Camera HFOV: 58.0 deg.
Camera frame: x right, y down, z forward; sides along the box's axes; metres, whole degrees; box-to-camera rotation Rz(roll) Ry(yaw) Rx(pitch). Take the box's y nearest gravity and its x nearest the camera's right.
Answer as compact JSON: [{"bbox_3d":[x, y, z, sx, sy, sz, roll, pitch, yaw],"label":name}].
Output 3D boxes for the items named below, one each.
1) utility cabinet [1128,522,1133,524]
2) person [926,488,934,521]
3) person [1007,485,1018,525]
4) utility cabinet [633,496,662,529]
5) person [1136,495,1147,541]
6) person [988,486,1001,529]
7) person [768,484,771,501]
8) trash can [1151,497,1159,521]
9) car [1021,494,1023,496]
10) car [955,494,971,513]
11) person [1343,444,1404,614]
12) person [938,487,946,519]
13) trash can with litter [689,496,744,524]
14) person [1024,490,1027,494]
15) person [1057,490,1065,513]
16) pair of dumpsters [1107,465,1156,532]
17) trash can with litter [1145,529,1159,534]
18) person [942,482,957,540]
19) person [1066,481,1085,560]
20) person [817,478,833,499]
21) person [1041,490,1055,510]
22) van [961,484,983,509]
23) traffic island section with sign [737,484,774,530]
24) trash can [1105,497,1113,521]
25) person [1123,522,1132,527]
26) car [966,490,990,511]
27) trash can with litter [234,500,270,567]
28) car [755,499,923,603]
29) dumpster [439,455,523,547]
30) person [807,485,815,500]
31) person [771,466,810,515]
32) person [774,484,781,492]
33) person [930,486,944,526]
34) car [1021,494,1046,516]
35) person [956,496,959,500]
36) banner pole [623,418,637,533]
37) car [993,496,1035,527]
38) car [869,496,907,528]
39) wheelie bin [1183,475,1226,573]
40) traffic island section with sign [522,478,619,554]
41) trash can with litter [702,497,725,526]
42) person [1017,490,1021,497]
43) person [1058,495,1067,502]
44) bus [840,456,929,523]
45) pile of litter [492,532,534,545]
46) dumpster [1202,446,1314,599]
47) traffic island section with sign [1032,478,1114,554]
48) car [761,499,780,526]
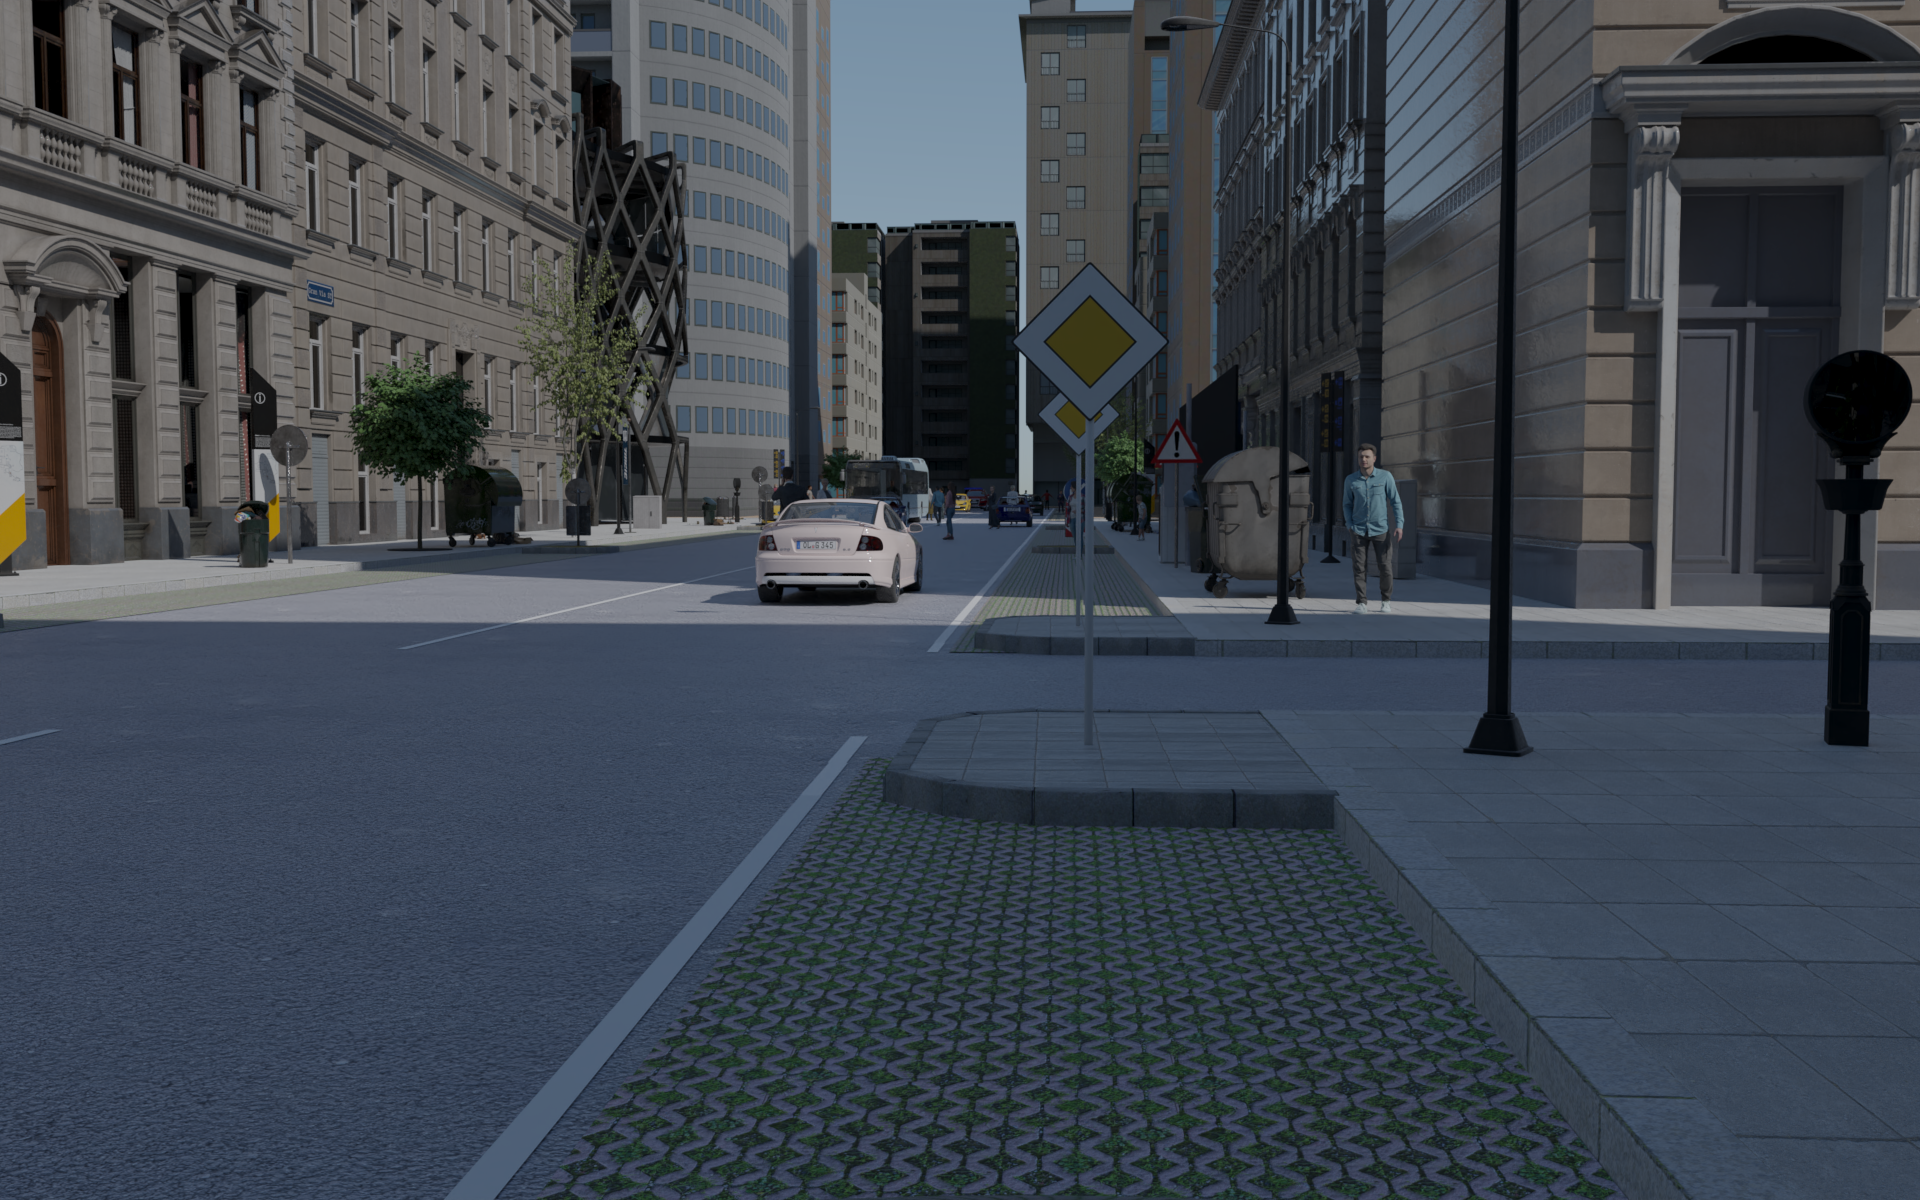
[{"bbox_3d":[7.098,-4.009,74.220,0.318,1.500,1.173,-2,4,-34],"label":"utility cabinet"},{"bbox_3d":[-1.616,-5.158,93.562,1.217,1.736,0.721,2,4,25],"label":"person"},{"bbox_3d":[2.455,-4.384,80.060,0.514,1.842,0.818,-1,4,-12],"label":"person"},{"bbox_3d":[-11.595,-3.246,64.230,1.020,1.237,0.306,1,4,9],"label":"utility cabinet"},{"bbox_3d":[5.000,-2.265,47.758,0.352,1.250,0.332,2,4,26],"label":"person"},{"bbox_3d":[1.367,-3.799,71.030,0.534,1.772,0.576,-3,5,-44],"label":"person"},{"bbox_3d":[-9.926,-5.074,89.204,0.583,1.804,0.606,1,4,15],"label":"person"},{"bbox_3d":[9.134,-4.272,81.494,0.748,1.137,0.748,0,3,0],"label":"trash can"},{"bbox_3d":[5.556,-7.940,141.619,2.131,1.459,4.920,0,4,3],"label":"car"},{"bbox_3d":[-0.118,-7.610,134.652,2.015,1.641,3.980,0,4,4],"label":"car"},{"bbox_3d":[4.462,-0.772,18.690,0.660,1.820,0.620,1,4,20],"label":"person"},{"bbox_3d":[-1.071,-5.507,98.553,0.705,1.822,1.348,2,4,31],"label":"person"},{"bbox_3d":[-10.452,-3.812,73.377,2.233,1.210,1.678,-1,4,-15],"label":"trash can with litter"},{"bbox_3d":[6.072,-9.194,158.954,0.705,1.807,1.348,-2,4,-34],"label":"person"},{"bbox_3d":[7.008,-6.787,120.384,0.541,1.710,0.530,1,4,14],"label":"person"},{"bbox_3d":[5.946,-3.529,60.187,1.574,2.255,4.437,0,4,3],"label":"pair of dumpsters"},{"bbox_3d":[6.739,-2.777,56.459,2.233,1.210,1.678,3,4,36],"label":"trash can with litter"},{"bbox_3d":[-0.302,-2.795,54.215,0.388,1.821,0.555,1,4,23],"label":"person"},{"bbox_3d":[2.579,-1.737,37.745,0.563,1.720,0.643,3,5,44],"label":"person"},{"bbox_3d":[-3.594,-2.270,45.498,0.818,1.842,0.514,1,4,15],"label":"person"},{"bbox_3d":[7.909,-9.087,157.007,1.348,1.831,0.705,1,4,14],"label":"person"},{"bbox_3d":[1.271,-9.685,162.726,2.240,2.365,5.245,0,4,3],"label":"van"},{"bbox_3d":[-7.750,-3.695,69.034,1.989,1.847,2.006,0,4,4],"label":"traffic island section with sign"},{"bbox_3d":[7.163,-4.269,81.446,0.748,1.137,0.748,0,3,0],"label":"trash can"},{"bbox_3d":[6.473,-3.752,67.408,0.581,1.822,0.654,-1,4,-12],"label":"person"},{"bbox_3d":[1.413,-8.461,147.008,2.281,1.827,5.304,0,4,5],"label":"car"},{"bbox_3d":[-12.489,-1.161,30.370,0.624,1.170,1.055,-2,4,-34],"label":"trash can with litter"},{"bbox_3d":[-1.618,-0.726,24.237,2.083,1.381,4.827,0,4,5],"label":"car"},{"bbox_3d":[-11.747,-2.445,42.463,1.502,2.255,1.985,0,4,3],"label":"dumpster"},{"bbox_3d":[-9.121,-6.084,105.524,0.705,1.824,1.348,1,4,13],"label":"person"},{"bbox_3d":[-2.877,-1.323,29.493,0.648,1.900,0.474,-3,5,-42],"label":"person"},{"bbox_3d":[-9.612,-5.223,91.419,0.580,1.828,0.573,-1,4,-23],"label":"person"},{"bbox_3d":[-0.989,-4.263,78.222,0.660,1.820,0.620,-2,4,-35],"label":"person"},{"bbox_3d":[4.711,-6.451,115.254,2.009,1.686,4.222,0,4,3],"label":"car"},{"bbox_3d":[-0.570,-6.991,123.522,1.217,1.735,0.721,-2,4,-31],"label":"person"},{"bbox_3d":[-10.938,-4.094,56.946,0.401,3.779,0.863,1,4,9],"label":"banner pole"},{"bbox_3d":[2.341,-3.904,76.418,1.945,1.354,3.894,0,4,3],"label":"car"},{"bbox_3d":[-3.142,-3.570,70.955,1.945,1.354,3.894,0,4,3],"label":"car"},{"bbox_3d":[4.067,-1.242,28.218,0.980,1.594,0.693,-1,4,-17],"label":"wheelie bin"},{"bbox_3d":[-9.392,-2.049,42.129,1.989,1.847,2.006,0,4,4],"label":"traffic island section with sign"},{"bbox_3d":[-9.933,-3.590,70.076,1.055,1.170,0.624,2,4,34],"label":"trash can with litter"},{"bbox_3d":[4.143,-7.109,125.434,1.217,1.736,0.721,-3,4,-37],"label":"person"},{"bbox_3d":[6.778,-6.063,107.653,1.348,1.821,0.705,0,4,0],"label":"person"},{"bbox_3d":[-3.448,-5.429,83.616,2.948,3.499,13.247,0,4,5],"label":"bus"},{"bbox_3d":[-11.622,-1.884,44.769,1.176,0.858,1.719,0,4,-6],"label":"pile of litter"},{"bbox_3d":[3.747,-0.984,21.852,1.264,1.857,1.865,0,4,4],"label":"dumpster"},{"bbox_3d":[2.750,-2.052,42.179,1.989,1.847,2.006,0,4,4],"label":"traffic island section with sign"},{"bbox_3d":[-7.574,-3.990,75.457,2.015,1.641,3.980,0,4,4],"label":"car"}]
